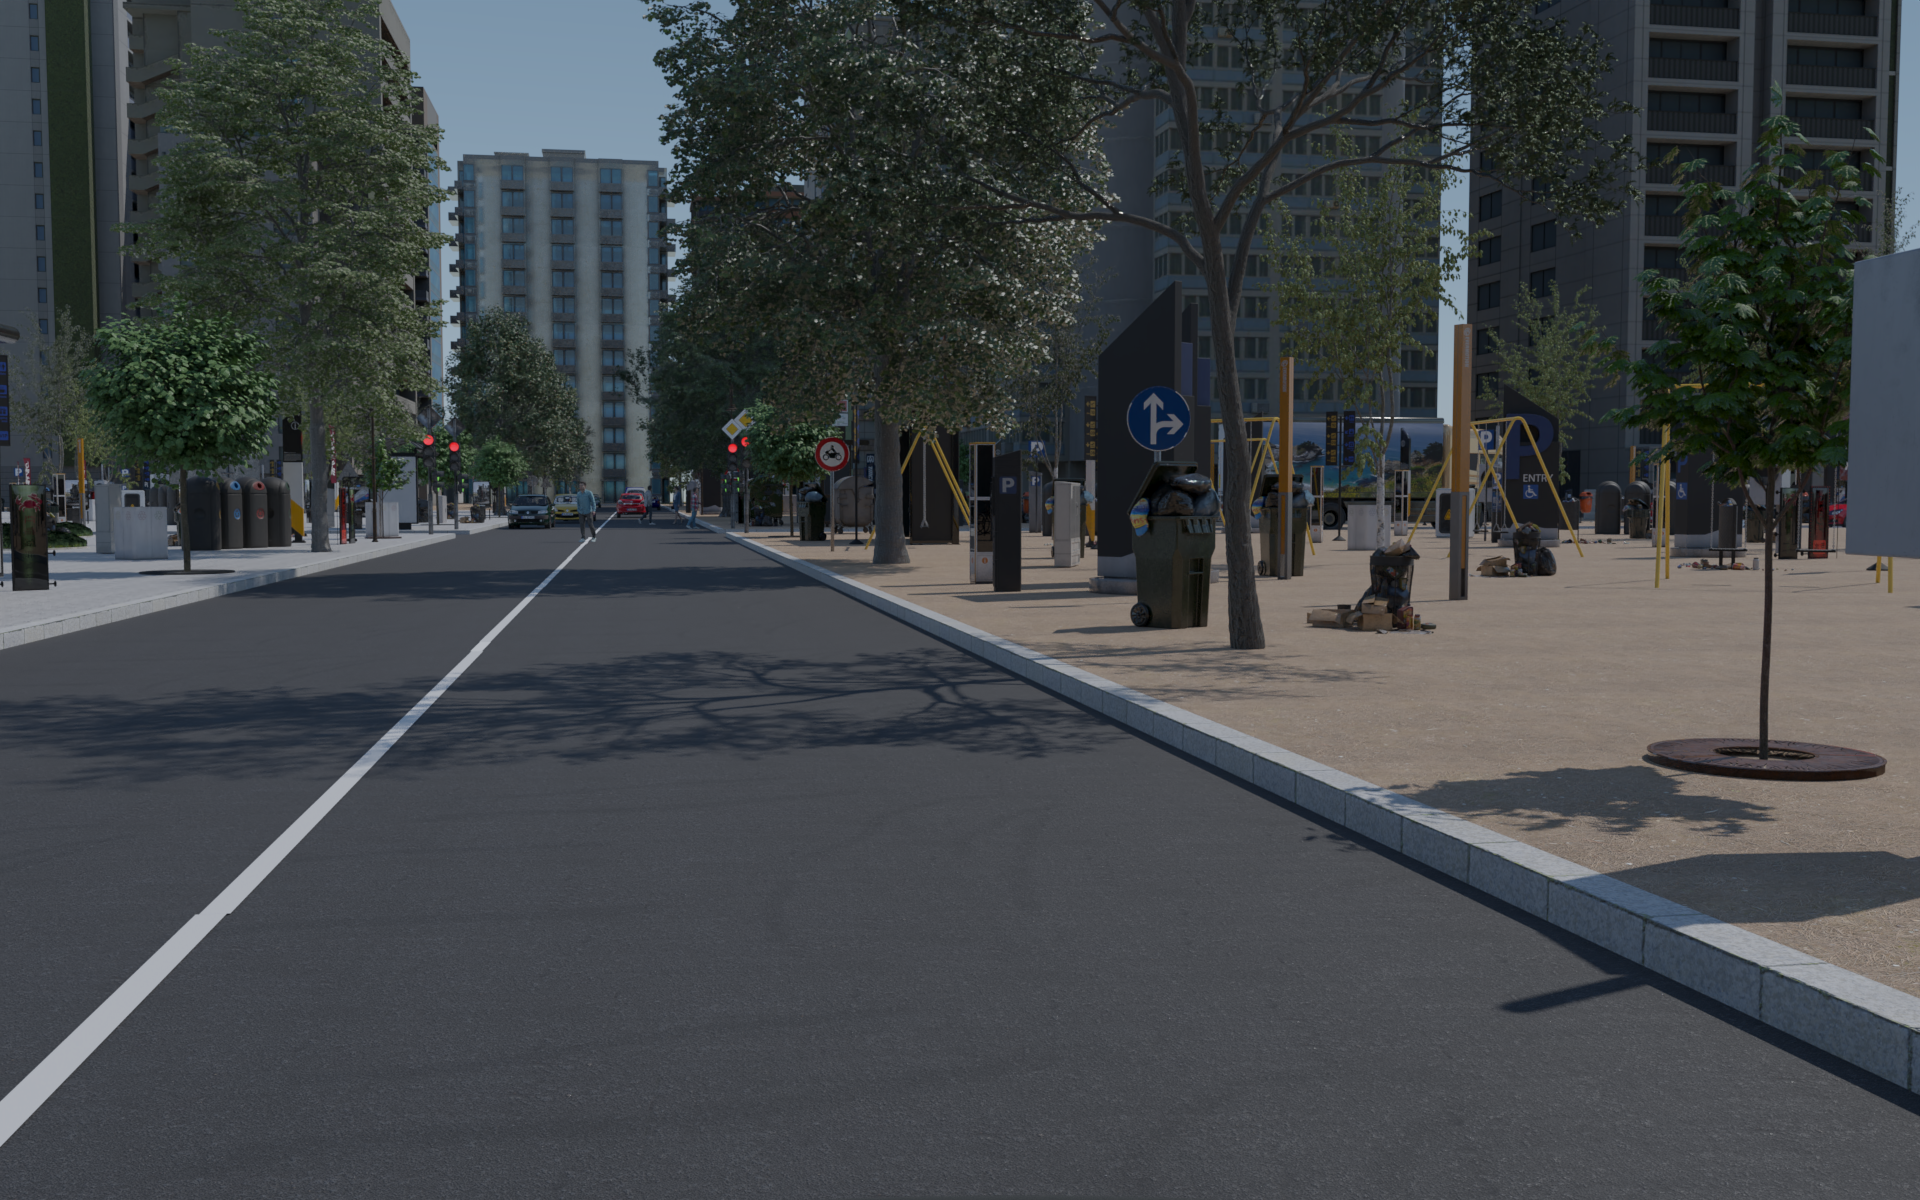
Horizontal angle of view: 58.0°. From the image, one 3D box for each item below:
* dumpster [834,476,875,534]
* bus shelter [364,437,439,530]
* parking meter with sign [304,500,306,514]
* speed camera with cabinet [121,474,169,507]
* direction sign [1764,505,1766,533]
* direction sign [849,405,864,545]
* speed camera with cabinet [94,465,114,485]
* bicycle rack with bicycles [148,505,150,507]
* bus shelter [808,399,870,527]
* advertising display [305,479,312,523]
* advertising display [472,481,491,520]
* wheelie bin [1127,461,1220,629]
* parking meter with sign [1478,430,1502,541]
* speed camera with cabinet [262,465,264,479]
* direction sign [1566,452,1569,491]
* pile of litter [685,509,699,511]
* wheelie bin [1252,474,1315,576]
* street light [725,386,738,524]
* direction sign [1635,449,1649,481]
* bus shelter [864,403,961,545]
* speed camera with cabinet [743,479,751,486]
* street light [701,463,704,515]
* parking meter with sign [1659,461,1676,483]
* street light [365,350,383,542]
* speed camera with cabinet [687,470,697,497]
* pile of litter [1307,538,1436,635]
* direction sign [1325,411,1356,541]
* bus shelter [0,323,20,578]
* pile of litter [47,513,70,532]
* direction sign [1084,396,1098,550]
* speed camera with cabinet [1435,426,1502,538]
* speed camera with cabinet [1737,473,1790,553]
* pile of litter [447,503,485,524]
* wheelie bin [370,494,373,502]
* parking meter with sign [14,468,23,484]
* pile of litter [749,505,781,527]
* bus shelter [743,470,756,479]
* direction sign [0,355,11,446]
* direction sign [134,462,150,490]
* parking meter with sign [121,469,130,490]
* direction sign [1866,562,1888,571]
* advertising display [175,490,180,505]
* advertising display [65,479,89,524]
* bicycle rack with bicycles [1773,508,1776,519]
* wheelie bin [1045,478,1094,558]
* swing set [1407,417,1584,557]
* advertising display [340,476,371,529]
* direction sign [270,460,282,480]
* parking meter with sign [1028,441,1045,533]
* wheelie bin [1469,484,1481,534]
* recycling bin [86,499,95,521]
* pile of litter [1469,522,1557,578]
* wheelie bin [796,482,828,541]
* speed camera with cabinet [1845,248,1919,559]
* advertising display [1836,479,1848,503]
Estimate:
[{"bbox_3d":[-3.452,-3.083,56.172,1.264,1.857,1.865,-1,4,-11],"label":"dumpster"},{"bbox_3d":[-20.729,-4.321,64.568,2.014,3.302,5.546,-1,4,-11],"label":"bus shelter"},{"bbox_3d":[-43.081,-7.115,112.597,0.543,3.016,1.738,0,4,2],"label":"parking meter with sign"},{"bbox_3d":[-36.119,-5.033,76.631,2.038,3.252,0.660,-3,5,-40],"label":"speed camera with cabinet"},{"bbox_3d":[26.455,-3.962,56.773,0.379,3.537,0.876,-1,4,-17],"label":"direction sign"},{"bbox_3d":[-2.643,-3.187,44.100,0.379,3.537,0.876,0,4,6],"label":"direction sign"},{"bbox_3d":[-64.105,-8.235,128.971,2.038,3.252,0.660,-1,4,-23],"label":"speed camera with cabinet"},{"bbox_3d":[-57.408,-6.773,124.128,2.852,0.926,2.925,-3,5,-43],"label":"bicycle rack with bicycles"},{"bbox_3d":[-5.306,-5.697,70.777,2.179,5.291,8.768,-1,4,-11],"label":"bus shelter"},{"bbox_3d":[-28.871,-4.376,76.766,0.123,1.923,0.974,-2,4,-32],"label":"advertising display"},{"bbox_3d":[-23.907,-4.978,86.596,0.974,1.923,0.123,1,4,17],"label":"advertising display"},{"bbox_3d":[2.097,-0.540,16.744,0.980,1.594,0.693,-3,5,-43],"label":"wheelie bin"},{"bbox_3d":[14.994,-3.134,47.509,1.738,3.016,0.543,-2,4,-33],"label":"parking meter with sign"},{"bbox_3d":[-47.668,-7.529,117.434,0.660,3.252,2.038,-3,5,-40],"label":"speed camera with cabinet"},{"bbox_3d":[32.570,-6.172,92.911,0.379,3.537,0.876,1,4,14],"label":"direction sign"},{"bbox_3d":[-20.438,-7.265,132.753,1.176,0.858,1.719,-1,4,-20],"label":"pile of litter"},{"bbox_3d":[5.089,-1.176,27.128,0.980,1.594,0.693,-1,4,-9],"label":"wheelie bin"},{"bbox_3d":[-9.634,-6.134,73.074,0.468,5.910,1.993,-1,4,-11],"label":"street light"},{"bbox_3d":[33.999,-5.773,86.380,0.876,3.537,0.379,-2,4,-24],"label":"direction sign"},{"bbox_3d":[-1.331,-3.390,46.717,1.731,3.624,6.357,-1,4,-11],"label":"bus shelter"},{"bbox_3d":[-12.582,-6.981,108.475,2.038,3.252,0.660,1,4,10],"label":"speed camera with cabinet"},{"bbox_3d":[-15.763,-8.132,105.741,0.468,5.910,1.993,-1,4,-11],"label":"street light"},{"bbox_3d":[34.882,-5.407,84.665,0.543,3.016,1.738,-1,4,-10],"label":"parking meter with sign"},{"bbox_3d":[-15.617,-4.482,46.063,0.468,5.910,1.993,-1,4,-11],"label":"street light"},{"bbox_3d":[-17.697,-7.614,118.820,2.038,3.252,0.660,-1,4,-10],"label":"speed camera with cabinet"},{"bbox_3d":[3.941,-0.164,16.644,1.176,0.858,1.719,0,4,3],"label":"pile of litter"},{"bbox_3d":[10.393,-3.386,47.364,0.876,3.537,0.379,3,5,40],"label":"direction sign"},{"bbox_3d":[-11.967,-2.414,17.102,2.179,5.291,8.768,-1,4,-11],"label":"bus shelter"},{"bbox_3d":[-23.316,-1.840,44.041,1.719,0.858,1.176,-2,4,-25],"label":"pile of litter"},{"bbox_3d":[3.214,-2.943,40.121,0.876,3.537,0.379,-3,4,-38],"label":"direction sign"},{"bbox_3d":[14.937,-3.437,50.533,0.660,3.252,2.038,-3,5,-45],"label":"speed camera with cabinet"},{"bbox_3d":[17.006,-2.665,37.902,2.038,3.252,0.660,3,5,43],"label":"speed camera with cabinet"},{"bbox_3d":[-21.558,-3.800,76.097,1.176,0.858,1.719,2,4,23],"label":"pile of litter"},{"bbox_3d":[-24.716,-3.995,73.219,0.980,1.594,0.693,-2,4,-24],"label":"wheelie bin"},{"bbox_3d":[-63.266,-7.371,116.771,0.543,3.016,1.738,-1,4,-18],"label":"parking meter with sign"},{"bbox_3d":[-7.871,-3.341,68.596,1.719,0.858,1.176,2,4,35],"label":"pile of litter"},{"bbox_3d":[-13.774,-8.547,117.376,2.179,5.291,8.768,-1,4,-11],"label":"bus shelter"},{"bbox_3d":[-15.802,-2.200,27.975,0.379,3.537,0.876,3,5,42],"label":"direction sign"},{"bbox_3d":[-52.797,-7.331,111.860,0.876,3.537,0.379,-2,4,-32],"label":"direction sign"},{"bbox_3d":[-57.643,-7.537,119.494,0.543,3.016,1.738,-1,4,-21],"label":"parking meter with sign"},{"bbox_3d":[15.431,-2.262,28.982,0.379,3.537,0.876,3,4,36],"label":"direction sign"},{"bbox_3d":[-24.196,-2.989,54.078,0.123,1.923,0.974,0,4,3],"label":"advertising display"},{"bbox_3d":[-38.105,-4.250,74.705,0.974,1.923,0.123,-1,4,-15],"label":"advertising display"},{"bbox_3d":[40.774,-4.329,84.166,2.925,0.926,2.852,-2,4,-23],"label":"bicycle rack with bicycles"},{"bbox_3d":[2.220,-1.643,34.775,0.980,1.594,0.693,0,4,-7],"label":"wheelie bin"},{"bbox_3d":[11.174,-2.383,36.587,2.862,2.851,3.119,0,4,-4],"label":"swing set"},{"bbox_3d":[-22.073,-3.556,63.358,0.974,1.923,0.123,0,4,-3],"label":"advertising display"},{"bbox_3d":[-45.107,-7.475,114.216,0.876,3.537,0.379,1,4,15],"label":"direction sign"},{"bbox_3d":[2.520,-3.743,57.465,0.543,3.016,1.738,0,4,1],"label":"parking meter with sign"},{"bbox_3d":[16.434,-2.933,55.856,0.980,1.594,0.693,-3,5,-40],"label":"wheelie bin"},{"bbox_3d":[-41.036,-4.228,81.686,0.722,1.027,0.722,0,4,8],"label":"recycling bin"},{"bbox_3d":[8.654,-0.809,27.187,1.719,0.858,1.176,-2,4,-24],"label":"pile of litter"},{"bbox_3d":[-4.051,-2.414,47.373,0.693,1.594,0.980,-3,4,-38],"label":"wheelie bin"},{"bbox_3d":[4.369,-0.733,6.321,2.038,3.252,0.660,0,4,-5],"label":"speed camera with cabinet"},{"bbox_3d":[37.076,-4.135,72.821,0.123,1.923,0.974,0,4,6],"label":"advertising display"}]
